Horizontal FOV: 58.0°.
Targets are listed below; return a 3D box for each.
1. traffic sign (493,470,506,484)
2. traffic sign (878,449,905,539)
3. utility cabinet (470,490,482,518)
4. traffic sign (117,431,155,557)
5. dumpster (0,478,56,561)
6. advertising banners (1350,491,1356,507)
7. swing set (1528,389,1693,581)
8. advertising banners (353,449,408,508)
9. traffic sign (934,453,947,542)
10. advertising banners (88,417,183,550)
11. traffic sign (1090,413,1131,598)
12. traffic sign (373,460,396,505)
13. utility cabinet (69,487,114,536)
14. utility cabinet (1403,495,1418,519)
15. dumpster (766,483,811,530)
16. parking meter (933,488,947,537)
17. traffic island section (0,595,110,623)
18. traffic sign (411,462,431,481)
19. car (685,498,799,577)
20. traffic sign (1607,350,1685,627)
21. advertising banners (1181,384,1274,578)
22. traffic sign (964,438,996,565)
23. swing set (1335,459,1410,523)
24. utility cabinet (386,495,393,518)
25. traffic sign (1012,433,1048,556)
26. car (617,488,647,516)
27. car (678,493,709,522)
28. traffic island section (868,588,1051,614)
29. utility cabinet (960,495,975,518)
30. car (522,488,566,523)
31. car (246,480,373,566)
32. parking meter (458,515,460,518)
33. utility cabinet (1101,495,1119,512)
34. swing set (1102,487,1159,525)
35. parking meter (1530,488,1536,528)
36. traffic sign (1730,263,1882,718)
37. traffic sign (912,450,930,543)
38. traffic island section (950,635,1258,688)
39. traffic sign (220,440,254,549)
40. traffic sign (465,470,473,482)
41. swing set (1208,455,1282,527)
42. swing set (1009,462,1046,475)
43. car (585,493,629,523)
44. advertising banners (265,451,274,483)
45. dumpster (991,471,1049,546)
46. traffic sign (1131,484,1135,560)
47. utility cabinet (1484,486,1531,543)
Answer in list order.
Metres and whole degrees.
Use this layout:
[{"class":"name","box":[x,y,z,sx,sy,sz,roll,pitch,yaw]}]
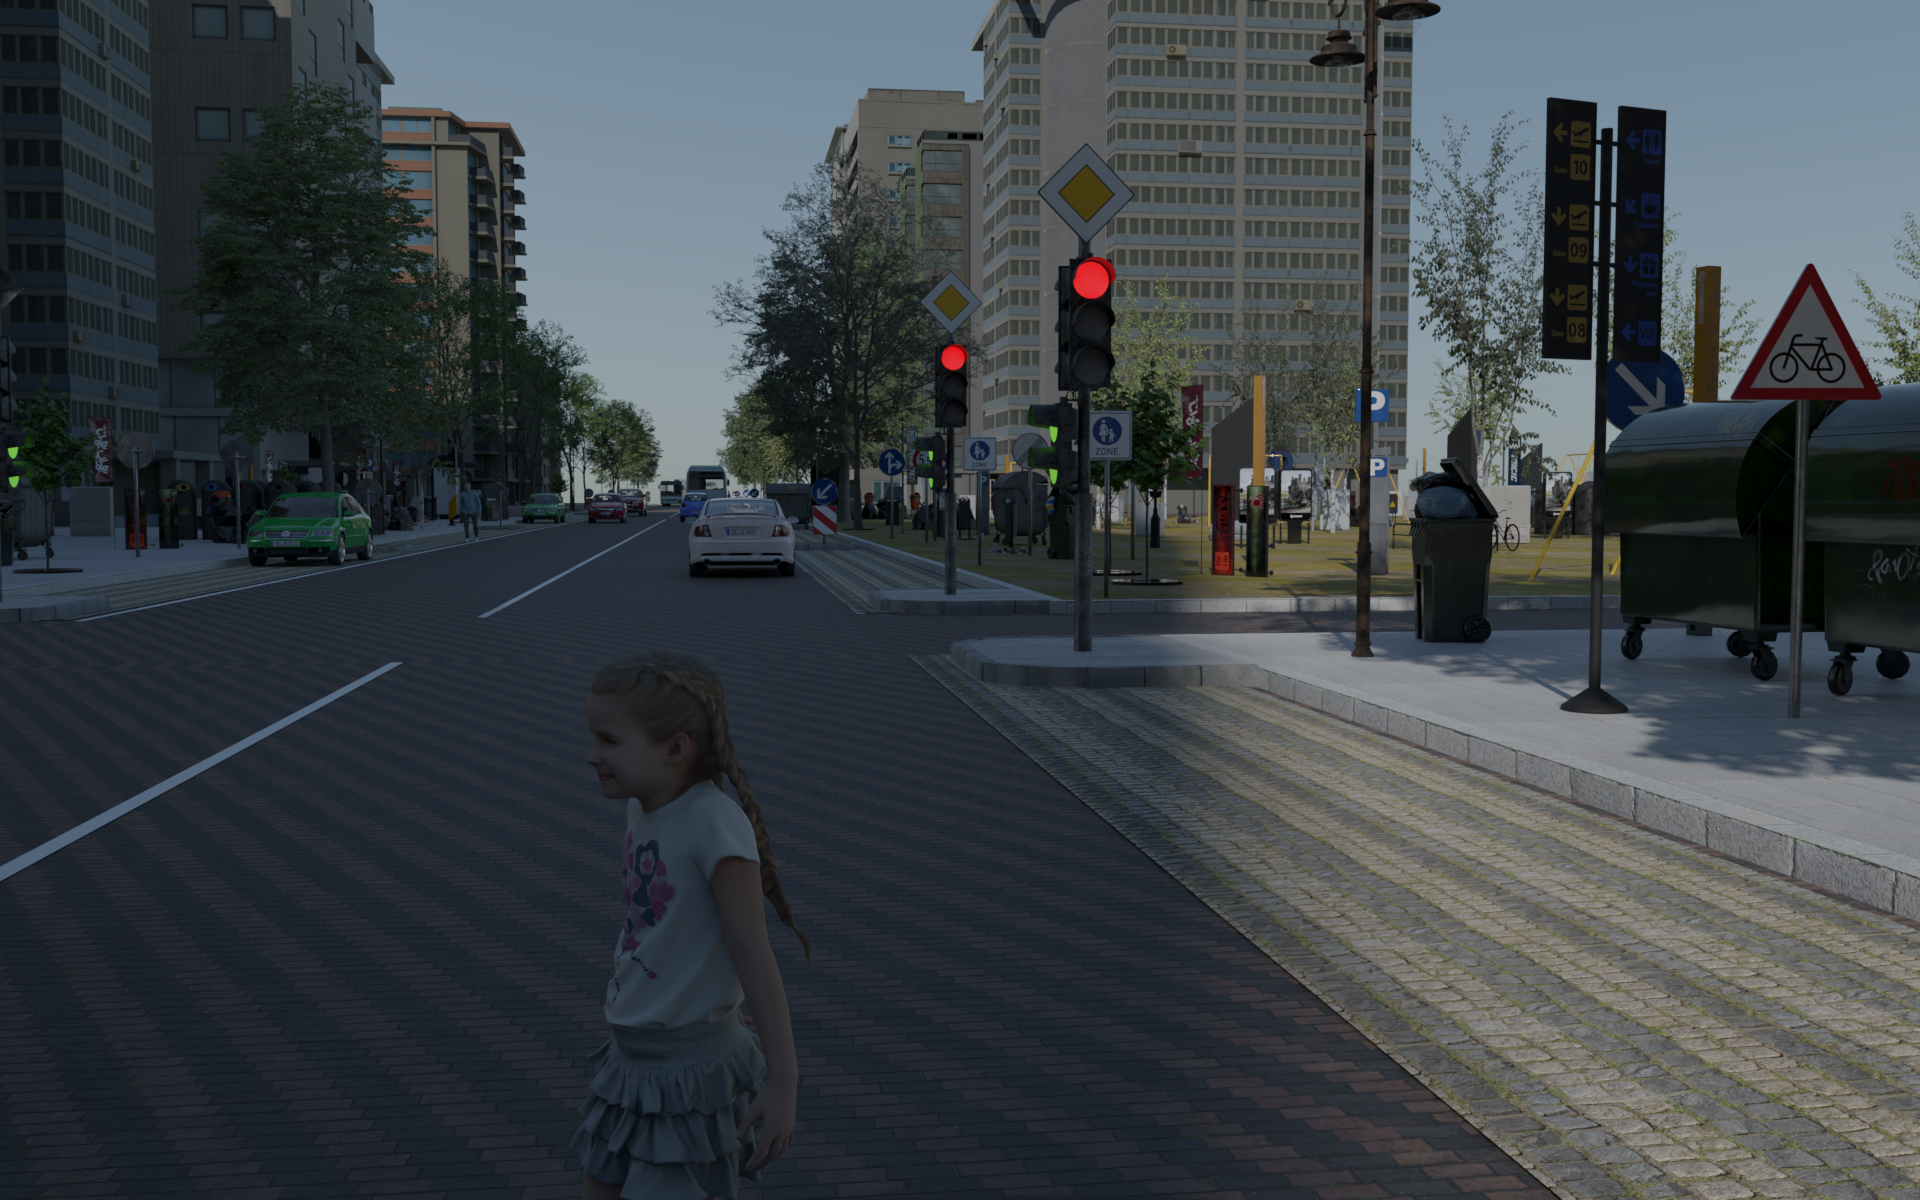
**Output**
[{"class":"traffic sign","box":[-24.980,-5.754,94.089,0.884,2.594,0.081,0,4,-6]},{"class":"traffic sign","box":[-1.927,-2.985,48.904,0.768,2.556,0.104,0,4,-5]},{"class":"utility cabinet","box":[-26.229,-5.195,93.616,1.173,1.500,0.318,3,5,41]},{"class":"traffic sign","box":[-16.693,-2.140,35.090,0.768,2.556,0.104,0,4,-1]},{"class":"dumpster","box":[-18.654,-1.722,33.909,1.264,1.857,1.865,0,4,-8]},{"class":"advertising banners","box":[20.325,-5.729,89.861,2.074,3.025,0.090,-1,4,-22]},{"class":"swing set","box":[10.493,-1.712,25.618,2.862,2.851,3.119,3,5,44]},{"class":"advertising banners","box":[-22.335,-4.316,66.748,2.074,3.025,0.090,0,3,0]},{"class":"traffic sign","box":[-0.674,-2.854,46.774,0.768,2.556,0.104,0,4,-1]},{"class":"advertising banners","box":[-18.998,-2.676,39.933,0.090,3.025,2.074,3,5,41]},{"class":"traffic sign","box":[1.811,-1.179,21.400,0.606,2.300,0.079,0,4,1]},{"class":"traffic sign","box":[-22.092,-4.066,66.483,0.884,2.594,0.081,0,4,-6]},{"class":"utility cabinet","box":[-26.206,-2.666,52.270,1.173,1.500,0.318,0,4,-6]},{"class":"utility cabinet","box":[23.022,-4.708,88.129,1.020,1.237,0.306,-2,4,-34]},{"class":"dumpster","box":[-6.847,-3.715,68.956,1.865,1.857,1.264,0,4,-7]},{"class":"parking meter","box":[-0.625,-2.627,51.366,0.372,1.533,0.369,0,3,0]},{"class":"traffic island section","box":[-11.425,0.110,20.485,2.009,0.180,2.903,0,4,-8]},{"class":"traffic sign","box":[-21.411,-4.202,68.800,0.768,2.556,0.104,0,4,-7]},{"class":"car","box":[-3.970,-1.174,31.556,2.083,1.381,4.827,0,4,-7]},{"class":"traffic sign","box":[5.845,-0.909,14.962,0.768,2.556,0.104,0,4,-2]},{"class":"advertising banners","box":[4.162,-1.897,27.201,0.090,3.025,2.074,-2,4,-35]},{"class":"traffic sign","box":[0.351,-1.769,31.056,0.606,2.300,0.079,0,4,-4]},{"class":"swing set","box":[17.944,-4.825,76.508,2.862,2.851,3.119,-1,4,-16]},{"class":"utility cabinet","box":[-30.101,-4.901,91.299,1.020,1.237,0.306,-2,4,-25]},{"class":"traffic sign","box":[1.460,-2.196,36.006,0.768,2.556,0.104,0,4,0]},{"class":"car","box":[-21.553,-6.378,112.956,2.281,1.827,5.304,0,4,-7]},{"class":"car","box":[-13.972,-5.027,91.777,1.945,1.707,3.694,0,4,-8]},{"class":"traffic island section","box":[-0.097,0.012,22.087,2.009,0.180,2.903,0,4,-8]},{"class":"utility cabinet","box":[0.523,-4.789,89.467,1.020,1.237,0.306,0,4,5]},{"class":"car","box":[-20.486,-4.678,85.288,1.959,1.807,4.718,0,4,-8]},{"class":"car","box":[-13.388,-1.652,35.808,1.959,1.807,4.718,0,4,-8]},{"class":"parking meter","box":[-27.303,-5.223,93.812,0.372,1.533,0.369,0,3,0]},{"class":"utility cabinet","box":[8.488,-5.306,97.920,1.020,1.237,0.306,1,4,22]},{"class":"swing set","box":[6.712,-4.697,74.418,3.119,2.851,2.862,3,5,42]},{"class":"parking meter","box":[21.793,-3.499,65.624,0.372,1.533,0.369,0,3,0]},{"class":"traffic sign","box":[4.787,-0.603,9.865,0.884,2.594,0.081,0,4,-5]},{"class":"traffic sign","box":[-0.881,-2.793,45.772,0.768,2.556,0.104,0,4,-6]},{"class":"traffic island section","box":[1.029,0.495,14.181,2.009,0.180,2.903,0,4,-8]},{"class":"traffic sign","box":[-16.964,-2.482,40.679,0.768,2.556,0.104,0,4,-8]},{"class":"traffic sign","box":[-26.501,-5.672,92.843,0.768,2.556,0.104,0,4,-1]},{"class":"swing set","box":[11.297,-4.389,69.373,3.119,2.851,2.862,1,4,9]},{"class":"swing set","box":[3.761,-5.368,85.389,3.119,2.851,2.862,-1,4,-8]},{"class":"car","box":[-17.718,-4.773,87.080,2.155,1.783,4.494,-1,4,-9]},{"class":"advertising banners","box":[-28.164,-4.477,69.388,0.090,3.025,2.074,1,4,19]},{"class":"dumpster","box":[1.545,-2.327,43.810,1.264,1.857,1.865,0,4,-8]},{"class":"traffic sign","box":[3.374,-2.057,33.744,0.768,2.556,0.104,0,4,-4]},{"class":"utility cabinet","box":[14.161,-2.217,44.926,1.173,1.500,0.318,1,4,11]}]
